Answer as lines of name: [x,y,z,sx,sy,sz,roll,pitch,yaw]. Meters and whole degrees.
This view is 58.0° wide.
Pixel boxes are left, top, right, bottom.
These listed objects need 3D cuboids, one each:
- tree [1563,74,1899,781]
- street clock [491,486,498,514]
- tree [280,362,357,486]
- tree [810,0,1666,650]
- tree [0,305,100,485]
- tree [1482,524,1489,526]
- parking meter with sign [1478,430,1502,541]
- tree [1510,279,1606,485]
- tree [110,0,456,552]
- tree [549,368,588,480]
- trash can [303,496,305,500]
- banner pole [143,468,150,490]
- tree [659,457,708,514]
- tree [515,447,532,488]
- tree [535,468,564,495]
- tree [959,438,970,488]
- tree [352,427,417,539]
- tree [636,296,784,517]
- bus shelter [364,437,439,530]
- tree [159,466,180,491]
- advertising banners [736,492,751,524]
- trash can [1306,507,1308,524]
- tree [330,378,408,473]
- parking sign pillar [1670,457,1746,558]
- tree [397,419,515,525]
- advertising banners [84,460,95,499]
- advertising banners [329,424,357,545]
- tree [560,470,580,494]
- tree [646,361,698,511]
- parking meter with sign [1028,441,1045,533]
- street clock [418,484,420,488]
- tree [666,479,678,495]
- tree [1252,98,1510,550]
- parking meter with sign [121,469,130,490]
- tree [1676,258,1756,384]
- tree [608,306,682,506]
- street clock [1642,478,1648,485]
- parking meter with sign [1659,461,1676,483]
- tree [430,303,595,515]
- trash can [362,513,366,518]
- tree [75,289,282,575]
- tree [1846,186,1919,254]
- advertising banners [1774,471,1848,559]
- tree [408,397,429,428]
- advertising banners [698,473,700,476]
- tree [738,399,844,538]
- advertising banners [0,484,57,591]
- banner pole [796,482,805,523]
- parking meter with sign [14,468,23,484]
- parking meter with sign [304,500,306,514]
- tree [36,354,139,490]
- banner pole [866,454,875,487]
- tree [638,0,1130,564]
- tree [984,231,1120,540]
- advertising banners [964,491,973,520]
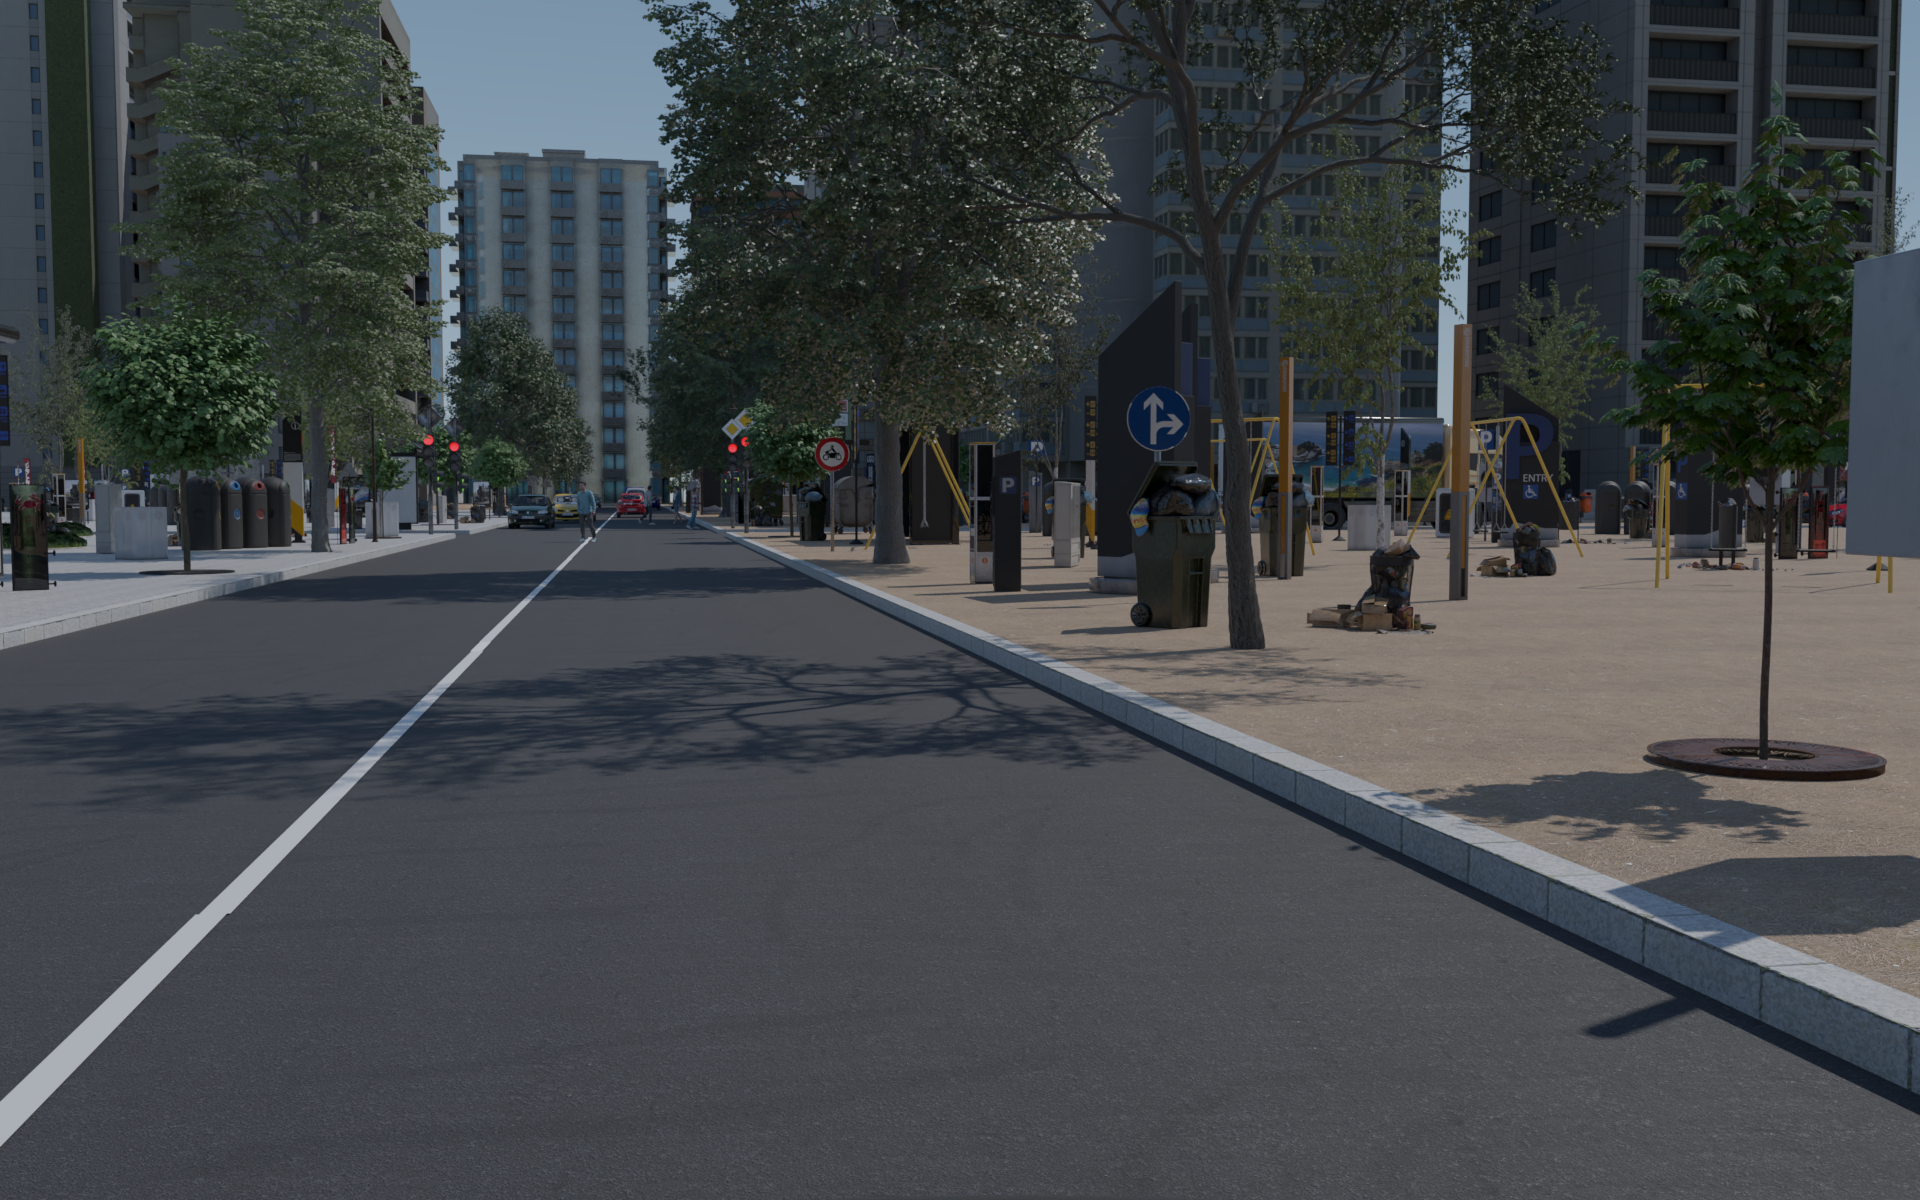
tree: [3.688,-0.828,8.147,1.663,3.219,1.824,0,3,0]
street clock: [-30.638,-6.693,113.993,0.358,2.002,0.471,2,4,30]
tree: [-36.335,-9.003,97.556,4.737,8.622,4.395,0,3,0]
tree: [2.197,-4.891,14.382,8.767,10.594,7.601,-3,4,-38]
tree: [-34.937,-7.104,66.513,4.360,8.622,3.978,0,3,0]
tree: [21.176,-4.657,70.737,1.663,3.219,1.824,0,3,0]
parking meter with sign: [14.994,-3.134,47.509,1.738,3.016,0.543,-2,4,-33]
tree: [19.911,-6.624,58.666,4.737,8.622,4.395,0,3,0]
tree: [-14.385,-7.309,37.624,7.486,12.596,7.792,0,3,0]
tree: [-36.542,-14.313,152.146,7.486,12.596,7.792,0,3,0]
trash can: [-44.074,-6.363,115.683,0.748,1.137,0.748,0,3,0]
banner pole: [-55.886,-7.908,119.310,0.863,3.779,0.401,-3,4,-38]
tree: [-16.800,-9.879,111.880,4.737,8.622,4.395,0,3,0]
tree: [-24.865,-6.722,93.626,4.285,4.588,4.351,0,3,0]
tree: [-34.439,-11.824,143.678,4.737,8.622,4.395,0,3,0]
tree: [-0.895,-6.874,96.099,4.285,4.588,4.351,0,3,0]
tree: [-16.599,-3.374,49.764,1.663,3.219,1.824,0,3,0]
tree: [-13.155,-10.977,96.484,9.611,12.733,9.660,0,3,0]
bus shelter: [-20.729,-4.321,64.568,2.014,3.302,5.546,-1,4,-11]
tree: [-22.040,-3.382,49.901,1.663,3.219,1.824,0,3,0]
advertising banners: [-8.761,-4.828,75.119,2.074,3.025,0.090,-2,4,-32]
trash can: [11.529,-2.891,58.926,0.748,1.137,0.748,0,3,0]
tree: [-37.337,-9.577,106.939,4.360,8.622,3.978,0,3,0]
parking sign pillar: [15.332,-2.870,35.393,1.447,3.967,1.447,-1,4,-13]
tree: [-21.527,-5.373,71.564,4.285,4.588,4.351,0,3,0]
advertising banners: [-44.214,-5.641,88.418,0.090,3.025,2.074,1,4,14]
advertising banners: [-15.734,-2.932,44.131,0.090,3.025,2.074,0,4,-3]
tree: [-45.755,-15.422,202.504,4.360,8.622,3.978,0,3,0]
tree: [-19.355,-12.874,128.619,7.486,12.596,7.792,0,3,0]
parking meter with sign: [2.520,-3.743,57.465,0.543,3.016,1.738,0,4,1]
street clock: [-27.288,-5.024,86.716,0.471,2.002,0.358,2,4,33]
tree: [-33.541,-12.730,202.734,1.663,3.219,1.824,0,3,0]
tree: [7.514,-4.978,31.755,4.737,8.622,4.395,0,3,0]
parking meter with sign: [-57.643,-7.537,119.494,0.543,3.016,1.738,-1,4,-21]
tree: [22.430,-6.088,49.909,4.737,8.622,4.395,0,3,0]
tree: [-29.524,-19.629,176.817,12.611,20.169,13.585,0,3,0]
street clock: [31.171,-4.545,78.876,0.358,2.002,0.471,2,4,29]
parking meter with sign: [34.882,-5.407,84.665,0.543,3.016,1.738,-1,4,-10]
tree: [-27.540,-11.439,104.043,9.611,12.733,9.660,0,3,0]
trash can: [-32.219,-5.034,93.966,0.748,1.137,0.748,0,3,0]
tree: [-12.563,-2.713,28.072,4.285,4.588,4.351,0,3,0]
tree: [22.694,-5.560,41.275,4.360,8.622,3.978,0,3,0]
advertising banners: [16.993,-2.329,34.265,2.074,3.025,0.090,-1,4,-19]
tree: [-41.507,-11.003,130.264,4.360,8.622,3.978,0,3,0]
advertising banners: [-20.054,-8.740,139.079,2.074,3.025,0.090,-1,4,-19]
tree: [-4.985,-4.162,51.767,4.285,4.588,4.351,0,3,0]
advertising banners: [-12.825,-1.603,22.389,0.090,3.025,2.074,3,5,41]
banner pole: [-7.085,-5.235,75.606,0.401,3.779,0.863,-1,4,-11]
parking meter with sign: [-63.266,-7.371,116.771,0.543,3.016,1.738,-1,4,-18]
parking meter with sign: [-43.081,-7.115,112.597,0.543,3.016,1.738,0,4,2]
tree: [-46.669,-8.671,92.135,4.737,8.622,4.395,0,3,0]
banner pole: [-4.723,-6.385,94.409,0.863,3.779,0.401,1,4,10]
tree: [-1.268,-7.637,31.524,9.857,13.997,8.962,0,3,0]
tree: [2.454,-5.996,48.403,4.360,8.622,3.978,0,3,0]
advertising banners: [-0.244,-5.376,84.084,2.074,3.025,0.090,-2,4,-25]
